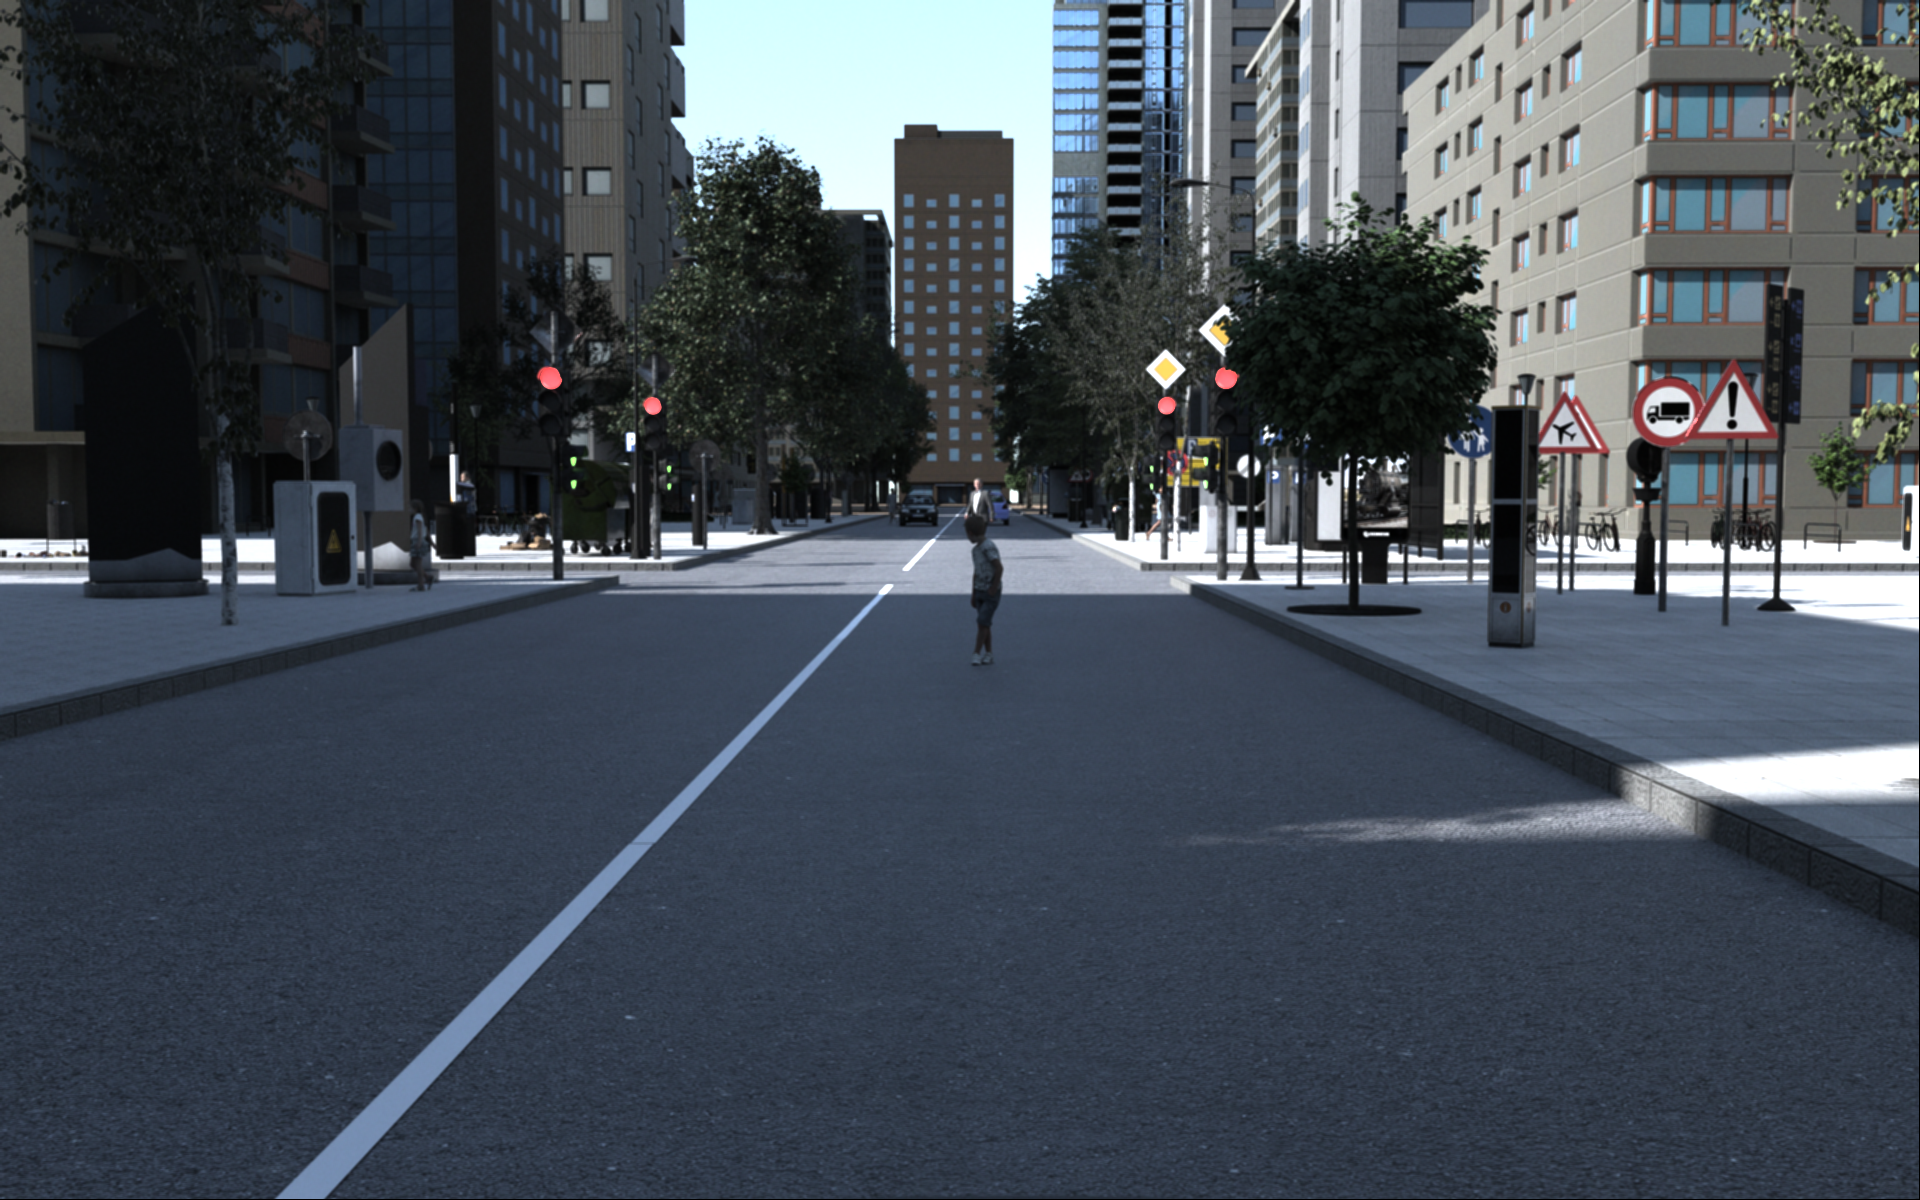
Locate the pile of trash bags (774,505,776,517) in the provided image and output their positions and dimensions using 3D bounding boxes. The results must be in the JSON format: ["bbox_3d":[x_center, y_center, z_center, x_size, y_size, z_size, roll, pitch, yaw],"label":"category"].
[{"bbox_3d":[-9.817,-5.472,99.221,1.912,1.369,3.447,0,4,-2],"label":"pile of trash bags"}]

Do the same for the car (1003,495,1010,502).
[{"bbox_3d":[2.322,-6.427,116.886,2.131,1.459,4.920,0,4,0],"label":"car"}]

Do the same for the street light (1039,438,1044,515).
[{"bbox_3d":[4.554,-8.298,108.209,1.470,5.913,1.316,0,4,1],"label":"street light"}]

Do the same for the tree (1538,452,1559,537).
[{"bbox_3d":[17.152,-3.519,52.135,1.663,3.219,1.824,0,3,0],"label":"tree"}]

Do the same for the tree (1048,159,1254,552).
[{"bbox_3d":[4.734,-5.394,38.549,4.360,8.622,3.978,0,3,0],"label":"tree"}]

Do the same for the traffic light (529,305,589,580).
[{"bbox_3d":[-5.981,-2.252,25.747,0.839,4.253,0.868,0,4,1],"label":"traffic light"}]

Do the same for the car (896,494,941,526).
[{"bbox_3d":[-1.866,-4.198,78.427,2.009,1.686,4.222,0,4,-1],"label":"car"}]

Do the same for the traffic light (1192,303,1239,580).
[{"bbox_3d":[3.879,-2.247,25.662,0.839,4.253,0.868,0,4,1],"label":"traffic light"}]

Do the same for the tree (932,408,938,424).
[{"bbox_3d":[-6.429,-13.039,130.197,9.611,12.733,9.660,0,3,0],"label":"tree"}]

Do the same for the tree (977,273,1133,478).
[{"bbox_3d":[5.902,-11.877,100.845,9.857,13.997,8.962,0,3,0],"label":"tree"}]

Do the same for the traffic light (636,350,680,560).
[{"bbox_3d":[-5.899,-2.741,33.732,0.839,4.253,0.868,0,4,1],"label":"traffic light"}]

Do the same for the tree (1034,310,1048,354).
[{"bbox_3d":[4.311,-5.824,45.583,4.360,8.622,3.978,0,3,0],"label":"tree"}]

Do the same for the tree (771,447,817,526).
[{"bbox_3d":[-6.516,-4.540,68.828,1.663,3.219,1.824,0,3,0],"label":"tree"}]

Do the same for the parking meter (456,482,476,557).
[{"bbox_3d":[-10.133,-1.659,35.531,0.372,1.533,0.369,0,3,0],"label":"parking meter"}]

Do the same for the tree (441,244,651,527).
[{"bbox_3d":[-15.599,-8.019,65.527,8.767,10.594,7.601,0,4,-2],"label":"tree"}]

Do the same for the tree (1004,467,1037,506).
[{"bbox_3d":[6.721,-12.354,185.698,4.285,4.588,4.351,0,3,0],"label":"tree"}]

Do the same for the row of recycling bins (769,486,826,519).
[{"bbox_3d":[-8.755,-5.104,90.567,3.534,1.692,1.069,0,4,-4],"label":"row of recycling bins"}]

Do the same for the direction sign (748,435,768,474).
[{"bbox_3d":[-7.733,-4.541,66.249,0.876,3.537,0.379,2,4,24],"label":"direction sign"}]

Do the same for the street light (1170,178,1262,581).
[{"bbox_3d":[3.787,-3.248,25.650,1.470,5.913,1.316,0,4,1],"label":"street light"}]

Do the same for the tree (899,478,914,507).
[{"bbox_3d":[-5.640,-11.193,177.605,1.663,3.219,1.824,0,3,0],"label":"tree"}]

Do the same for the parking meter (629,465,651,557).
[{"bbox_3d":[-6.542,-1.814,35.373,0.399,1.863,0.255,2,4,33],"label":"parking meter"}]

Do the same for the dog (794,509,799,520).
[{"bbox_3d":[-8.265,-4.320,87.462,0.406,0.507,0.540,-3,5,-40],"label":"dog"}]

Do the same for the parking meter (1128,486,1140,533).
[{"bbox_3d":[5.761,-2.997,57.411,0.372,1.533,0.369,0,3,0],"label":"parking meter"}]

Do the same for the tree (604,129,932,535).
[{"bbox_3d":[-6.387,-8.423,54.718,9.611,12.733,9.660,0,3,0],"label":"tree"}]

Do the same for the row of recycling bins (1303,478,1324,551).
[{"bbox_3d":[8.576,-2.050,40.632,1.069,1.692,3.534,1,4,13],"label":"row of recycling bins"}]

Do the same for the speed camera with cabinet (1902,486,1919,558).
[{"bbox_3d":[19.304,-2.450,34.395,0.660,3.252,2.038,1,4,16],"label":"speed camera with cabinet"}]

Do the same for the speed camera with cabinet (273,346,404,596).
[{"bbox_3d":[-8.087,-1.729,22.612,0.660,3.252,2.038,1,4,16],"label":"speed camera with cabinet"}]

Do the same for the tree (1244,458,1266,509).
[{"bbox_3d":[15.938,-5.979,92.353,1.663,3.219,1.824,0,3,0],"label":"tree"}]

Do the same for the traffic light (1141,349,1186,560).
[{"bbox_3d":[3.961,-2.736,33.647,0.839,4.253,0.868,0,4,1],"label":"traffic light"}]

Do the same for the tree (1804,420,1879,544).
[{"bbox_3d":[23.051,-3.098,45.246,1.663,3.219,1.824,0,3,0],"label":"tree"}]

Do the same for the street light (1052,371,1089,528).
[{"bbox_3d":[4.154,-5.685,65.489,1.470,5.913,1.316,0,4,1],"label":"street light"}]

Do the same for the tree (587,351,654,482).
[{"bbox_3d":[-16.797,-8.443,88.404,4.737,8.622,4.395,0,3,0],"label":"tree"}]

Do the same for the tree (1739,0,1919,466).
[{"bbox_3d":[8.711,-3.874,13.710,4.737,8.622,4.395,0,3,0],"label":"tree"}]

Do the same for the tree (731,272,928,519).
[{"bbox_3d":[-7.146,-10.888,88.388,12.009,13.543,11.850,0,3,0],"label":"tree"}]

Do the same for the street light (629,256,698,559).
[{"bbox_3d":[-5.803,-3.756,33.954,1.470,5.913,1.316,0,4,1],"label":"street light"}]

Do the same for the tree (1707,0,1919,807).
[{"bbox_3d":[4.473,-4.953,6.745,9.928,11.665,9.643,0,3,0],"label":"tree"}]

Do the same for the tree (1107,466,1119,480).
[{"bbox_3d":[8.686,-6.137,94.948,1.663,3.219,1.824,0,3,0],"label":"tree"}]

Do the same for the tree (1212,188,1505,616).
[{"bbox_3d":[4.353,-2.149,18.858,4.285,4.588,4.351,0,3,0],"label":"tree"}]

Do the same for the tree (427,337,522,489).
[{"bbox_3d":[-22.995,-8.031,81.675,4.737,8.622,4.395,0,3,0],"label":"tree"}]

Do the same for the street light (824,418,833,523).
[{"bbox_3d":[-5.328,-6.398,77.146,1.470,5.913,1.316,0,4,1],"label":"street light"}]

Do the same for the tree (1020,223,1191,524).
[{"bbox_3d":[6.181,-9.475,73.045,7.486,12.596,7.792,0,3,0],"label":"tree"}]

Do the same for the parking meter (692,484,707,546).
[{"bbox_3d":[-6.484,-2.123,43.125,0.372,1.533,0.369,0,3,0],"label":"parking meter"}]

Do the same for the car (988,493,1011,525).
[{"bbox_3d":[1.424,-4.330,80.382,1.945,1.707,3.694,0,4,0],"label":"car"}]

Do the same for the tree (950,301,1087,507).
[{"bbox_3d":[5.660,-19.231,170.321,12.611,20.169,13.585,0,3,0],"label":"tree"}]

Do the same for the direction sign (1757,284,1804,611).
[{"bbox_3d":[9.009,-1.652,19.010,0.876,3.537,0.379,-3,5,-41],"label":"direction sign"}]

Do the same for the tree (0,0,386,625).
[{"bbox_3d":[-7.327,-4.050,16.575,4.360,8.622,3.978,0,3,0],"label":"tree"}]
